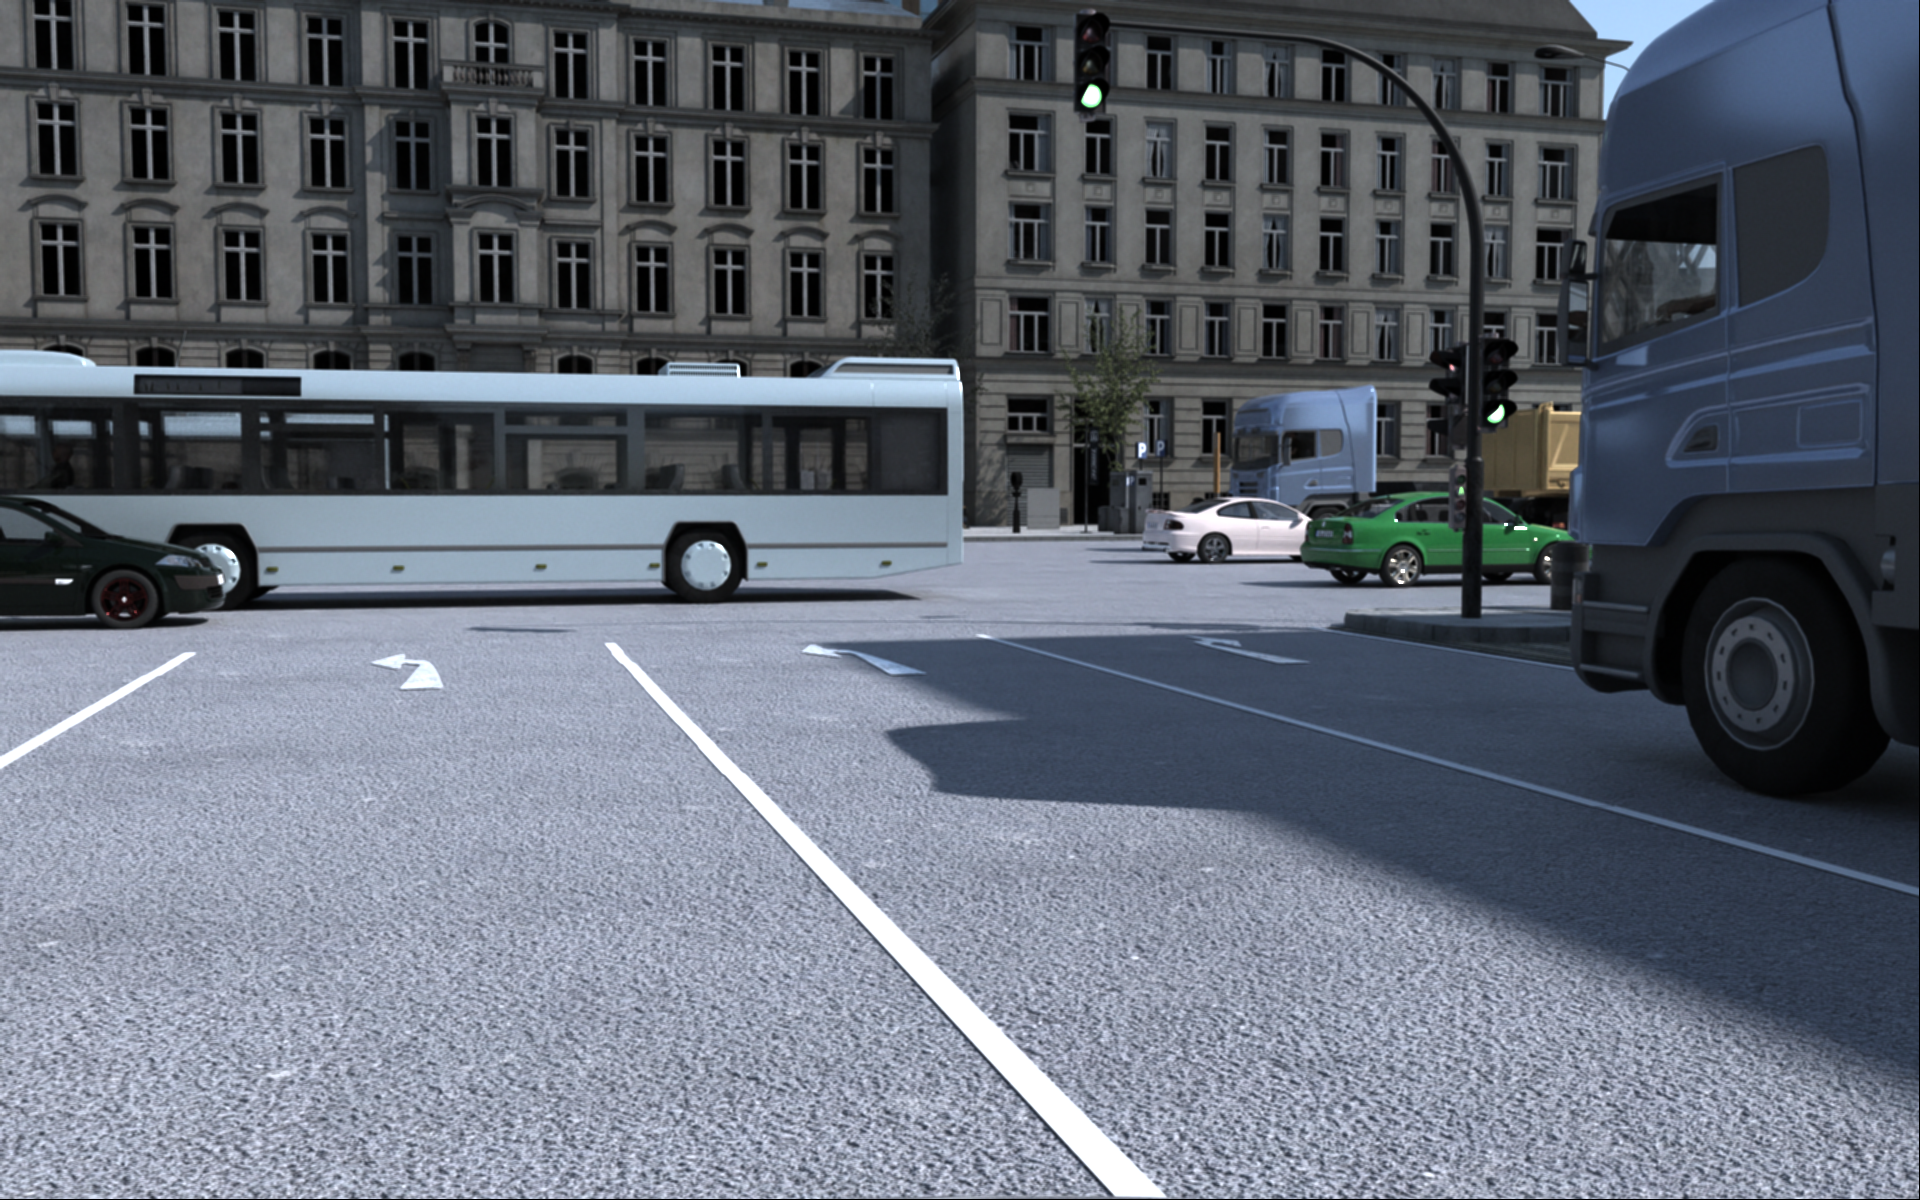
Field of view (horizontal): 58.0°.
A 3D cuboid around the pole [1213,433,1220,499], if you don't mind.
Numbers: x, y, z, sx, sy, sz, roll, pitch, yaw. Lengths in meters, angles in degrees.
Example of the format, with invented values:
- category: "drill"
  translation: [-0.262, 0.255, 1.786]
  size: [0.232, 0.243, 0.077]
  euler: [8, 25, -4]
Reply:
- category: "pole"
  translation: [8.522, -3.893, 57.489]
  size: [0.158, 3.312, 0.155]
  euler: [0, 3, 0]

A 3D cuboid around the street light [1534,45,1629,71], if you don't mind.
- category: "street light"
  translation: [6.612, -2.796, 18.248]
  size: [1.470, 5.913, 1.316]
  euler: [-1, 4, -16]

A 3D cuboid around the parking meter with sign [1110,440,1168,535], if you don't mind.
- category: "parking meter with sign"
  translation: [5.739, -3.608, 55.247]
  size: [1.738, 3.016, 0.543]
  euler: [-2, 4, -28]

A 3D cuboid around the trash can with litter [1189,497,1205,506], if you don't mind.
- category: "trash can with litter"
  translation: [7.999, -2.770, 56.672]
  size: [1.055, 1.170, 0.624]
  euler: [-3, 5, -42]

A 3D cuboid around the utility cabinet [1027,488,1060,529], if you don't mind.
- category: "utility cabinet"
  translation: [3.011, -3.289, 62.462]
  size: [1.173, 1.500, 0.318]
  euler: [0, 4, 2]

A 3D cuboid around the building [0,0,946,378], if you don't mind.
- category: "building"
  translation: [-18.777, -15.314, 69.474]
  size: [34.723, 24.649, 14.460]
  euler: [-1, 4, -16]

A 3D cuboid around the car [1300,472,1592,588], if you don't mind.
- category: "car"
  translation: [7.789, -1.148, 27.560]
  size: [4.718, 1.807, 1.959]
  euler: [-1, 4, -17]

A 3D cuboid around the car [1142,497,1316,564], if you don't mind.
- category: "car"
  translation: [6.244, -1.484, 36.622]
  size: [4.827, 1.381, 2.083]
  euler: [-1, 4, -16]

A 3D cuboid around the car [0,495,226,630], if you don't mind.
- category: "car"
  translation: [-10.234, -0.546, 18.720]
  size: [4.222, 1.686, 2.009]
  euler: [-1, 4, -16]

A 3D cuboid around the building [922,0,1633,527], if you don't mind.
- category: "building"
  translation: [12.297, -15.007, 78.656]
  size: [30.059, 22.955, 16.112]
  euler: [-1, 4, -16]

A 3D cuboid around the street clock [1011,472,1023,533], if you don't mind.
- category: "street clock"
  translation: [1.860, -3.206, 56.980]
  size: [0.358, 2.002, 0.471]
  euler: [-1, 4, -22]

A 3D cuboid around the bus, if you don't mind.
- category: "bus"
  translation: [-6.674, -1.712, 22.848]
  size: [13.247, 3.499, 2.948]
  euler: [-1, 4, -14]

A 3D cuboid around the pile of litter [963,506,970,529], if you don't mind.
- category: "pile of litter"
  translation: [-0.152, -3.086, 64.417]
  size: [1.176, 0.858, 1.719]
  euler: [1, 4, 14]

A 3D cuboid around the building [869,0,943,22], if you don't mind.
- category: "building"
  translation: [-2.067, -29.290, 129.008]
  size: [14.600, 45.320, 14.200]
  euler: [-1, 4, -16]

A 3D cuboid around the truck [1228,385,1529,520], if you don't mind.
- category: "truck"
  translation: [15.399, -3.395, 45.270]
  size: [18.799, 4.110, 2.967]
  euler: [-1, 4, -17]

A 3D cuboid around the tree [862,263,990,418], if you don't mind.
- category: "tree"
  translation: [-1.346, -6.489, 56.450]
  size: [4.360, 8.622, 3.978]
  euler: [0, 3, 0]

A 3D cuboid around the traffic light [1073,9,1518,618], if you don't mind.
- category: "traffic light"
  translation: [3.287, -2.599, 17.167]
  size: [4.771, 5.953, 1.251]
  euler: [-1, 4, -16]

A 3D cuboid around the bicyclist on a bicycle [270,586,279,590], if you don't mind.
- category: "bicyclist on a bicycle"
  translation: [-10.771, -0.946, 25.489]
  size: [1.625, 1.676, 1.499]
  euler: [-1, 4, -16]

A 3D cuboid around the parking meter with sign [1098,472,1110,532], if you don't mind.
- category: "parking meter with sign"
  translation: [5.464, -3.824, 58.776]
  size: [1.738, 3.016, 0.543]
  euler: [3, 5, 41]

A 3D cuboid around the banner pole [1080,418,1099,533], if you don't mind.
- category: "banner pole"
  translation: [4.289, -4.085, 56.803]
  size: [0.401, 3.779, 0.863]
  euler: [-2, 4, -35]

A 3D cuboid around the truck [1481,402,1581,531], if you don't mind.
- category: "truck"
  translation: [15.165, -2.372, 34.704]
  size: [9.791, 3.379, 3.469]
  euler: [-1, 4, -15]

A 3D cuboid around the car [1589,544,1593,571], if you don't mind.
- category: "car"
  translation: [11.726, -1.139, 27.659]
  size: [2.155, 1.783, 4.494]
  euler: [-1, 4, -16]

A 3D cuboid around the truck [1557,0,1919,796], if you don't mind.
- category: "truck"
  translation: [6.823, -0.726, 1.635]
  size: [2.967, 4.110, 18.799]
  euler: [-1, 4, -16]

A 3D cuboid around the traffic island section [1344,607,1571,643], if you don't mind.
- category: "traffic island section"
  translation: [5.316, 0.262, 18.003]
  size: [2.009, 0.180, 2.903]
  euler: [-1, 4, -16]

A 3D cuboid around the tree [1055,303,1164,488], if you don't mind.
- category: "tree"
  translation: [5.786, -7.075, 66.035]
  size: [4.737, 8.622, 4.395]
  euler: [0, 3, 0]

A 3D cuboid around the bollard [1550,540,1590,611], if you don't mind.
- category: "bollard"
  translation: [6.752, -0.272, 19.171]
  size: [0.404, 0.777, 0.398]
  euler: [0, 3, 0]
